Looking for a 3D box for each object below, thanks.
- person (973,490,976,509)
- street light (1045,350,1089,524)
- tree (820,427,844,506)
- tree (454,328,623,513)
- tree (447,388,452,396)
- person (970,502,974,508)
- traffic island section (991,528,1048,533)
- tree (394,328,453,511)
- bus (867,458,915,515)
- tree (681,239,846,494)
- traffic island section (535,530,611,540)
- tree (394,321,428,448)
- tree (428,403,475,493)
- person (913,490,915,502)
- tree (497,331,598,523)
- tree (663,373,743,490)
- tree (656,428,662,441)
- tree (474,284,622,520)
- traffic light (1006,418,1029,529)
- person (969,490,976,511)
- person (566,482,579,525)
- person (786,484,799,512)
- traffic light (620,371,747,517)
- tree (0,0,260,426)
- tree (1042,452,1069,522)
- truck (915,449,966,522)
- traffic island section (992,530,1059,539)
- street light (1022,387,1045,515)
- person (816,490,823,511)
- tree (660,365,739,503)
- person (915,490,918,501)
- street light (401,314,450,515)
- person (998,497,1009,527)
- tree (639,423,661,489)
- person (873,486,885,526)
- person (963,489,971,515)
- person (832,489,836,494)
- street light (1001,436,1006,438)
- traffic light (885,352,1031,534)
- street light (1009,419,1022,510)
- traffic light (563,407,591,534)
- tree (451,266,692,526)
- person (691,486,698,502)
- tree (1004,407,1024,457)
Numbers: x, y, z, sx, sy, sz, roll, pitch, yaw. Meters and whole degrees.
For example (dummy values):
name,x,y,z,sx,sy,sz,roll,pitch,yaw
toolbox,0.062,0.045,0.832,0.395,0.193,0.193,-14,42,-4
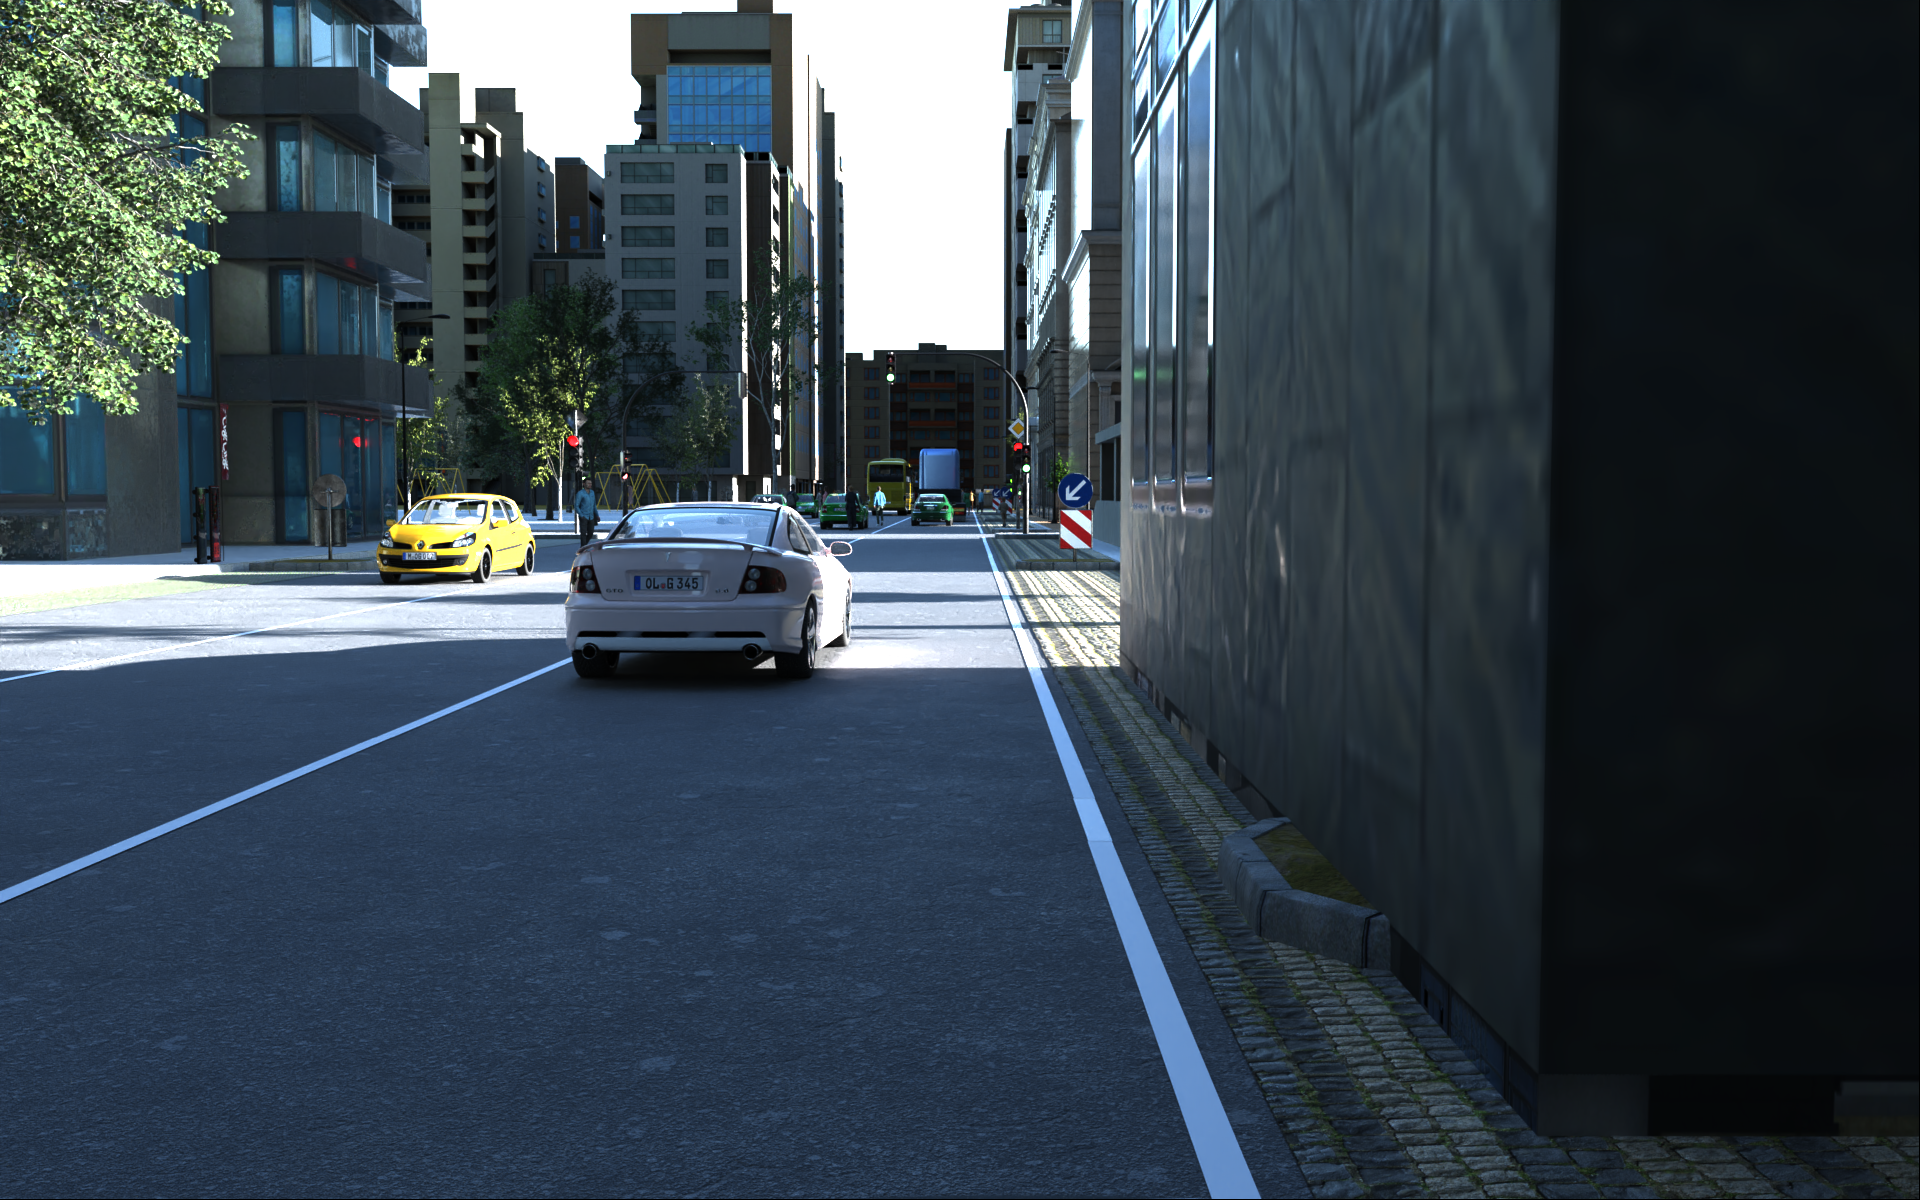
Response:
name,x,y,z,sx,sy,sz,roll,pitch,yaw
person,1.399,-9.830,169.188,0.705,1.831,1.348,0,4,-2
street light,3.582,-5.092,55.800,1.470,5.913,1.316,0,4,0
tree,-14.906,-14.506,187.537,4.360,8.622,3.978,0,3,0
tree,-28.771,-12.135,115.422,9.611,12.733,9.660,0,3,0
tree,-24.698,-10.077,99.175,7.601,10.594,8.767,2,4,27
person,1.180,-9.895,170.828,0.990,1.755,0.434,-2,4,-26
traffic island section,2.167,-2.547,63.917,2.009,0.180,2.903,0,4,0
tree,-24.260,-7.685,76.014,4.737,8.622,4.395,0,3,0
bus,-4.675,-7.791,118.925,2.896,3.916,12.252,0,4,1
tree,-14.951,-16.865,131.623,12.611,20.169,13.585,0,3,0
traffic island section,-12.405,-2.062,55.993,2.009,0.180,2.903,0,4,0
tree,-23.717,-7.223,68.459,4.360,8.622,3.978,0,3,0
tree,-40.231,-11.423,137.134,4.360,8.622,3.978,0,3,0
person,-3.620,-7.335,128.626,0.583,1.804,0.606,-1,4,-19
tree,-18.156,-7.774,77.469,4.737,8.622,4.395,0,3,0
tree,-15.091,-9.413,104.258,4.737,8.622,4.395,0,3,0
tree,-18.714,-10.391,120.252,4.737,8.622,4.395,0,3,0
tree,-20.035,-9.730,84.848,9.928,11.665,9.643,0,3,0
traffic light,2.127,-4.580,63.804,0.839,4.253,0.868,0,4,0
person,0.927,-8.612,149.408,1.348,1.812,0.705,0,3,0
person,-16.004,-4.023,72.005,0.728,1.800,0.709,3,5,45
person,-6.526,-3.593,67.234,0.713,1.824,0.794,-2,4,-32
traffic light,-10.243,-5.456,63.870,4.771,5.953,1.251,0,4,0
tree,-14.944,-7.195,24.287,9.857,13.997,8.962,0,3,0
tree,4.414,-5.167,79.075,1.663,3.219,1.824,0,3,0
truck,-1.096,-6.577,97.291,2.967,4.110,18.799,0,4,-1
traffic island section,2.136,-2.058,55.932,2.009,0.180,2.903,0,4,0
street light,3.554,-6.269,75.047,1.470,5.913,1.316,0,4,0
person,-11.276,-7.935,138.508,0.850,1.792,0.678,1,4,9
tree,-14.440,-9.095,99.067,4.360,8.622,3.978,0,3,0
person,-4.797,-10.888,186.459,0.705,1.831,1.348,2,4,23
street light,-13.846,-4.421,44.827,1.470,5.913,1.316,0,4,0
person,1.864,-3.777,74.521,0.475,1.303,0.640,-1,4,-21
tree,-18.678,-9.990,113.706,4.360,8.622,3.978,0,3,0
person,-3.628,-4.226,77.944,0.601,1.785,0.444,-1,4,-18
person,0.478,-6.645,117.396,0.600,1.795,0.529,-2,4,-25
person,-10.786,-8.528,147.941,0.705,1.822,1.348,3,5,43
street light,3.961,-10.178,138.944,1.470,5.913,1.316,0,4,0
traffic light,0.004,-4.955,55.685,4.771,5.953,1.251,0,4,0
street light,3.807,-8.224,106.995,1.470,5.913,1.316,0,4,0
traffic light,-12.365,-4.094,55.858,0.839,4.253,0.868,0,4,0
tree,-14.766,-8.311,70.299,8.767,10.594,7.601,0,4,7
person,-16.241,-6.126,106.380,0.728,1.800,0.709,-3,5,-43
tree,5.883,-12.012,146.755,4.737,8.622,4.395,0,3,0
